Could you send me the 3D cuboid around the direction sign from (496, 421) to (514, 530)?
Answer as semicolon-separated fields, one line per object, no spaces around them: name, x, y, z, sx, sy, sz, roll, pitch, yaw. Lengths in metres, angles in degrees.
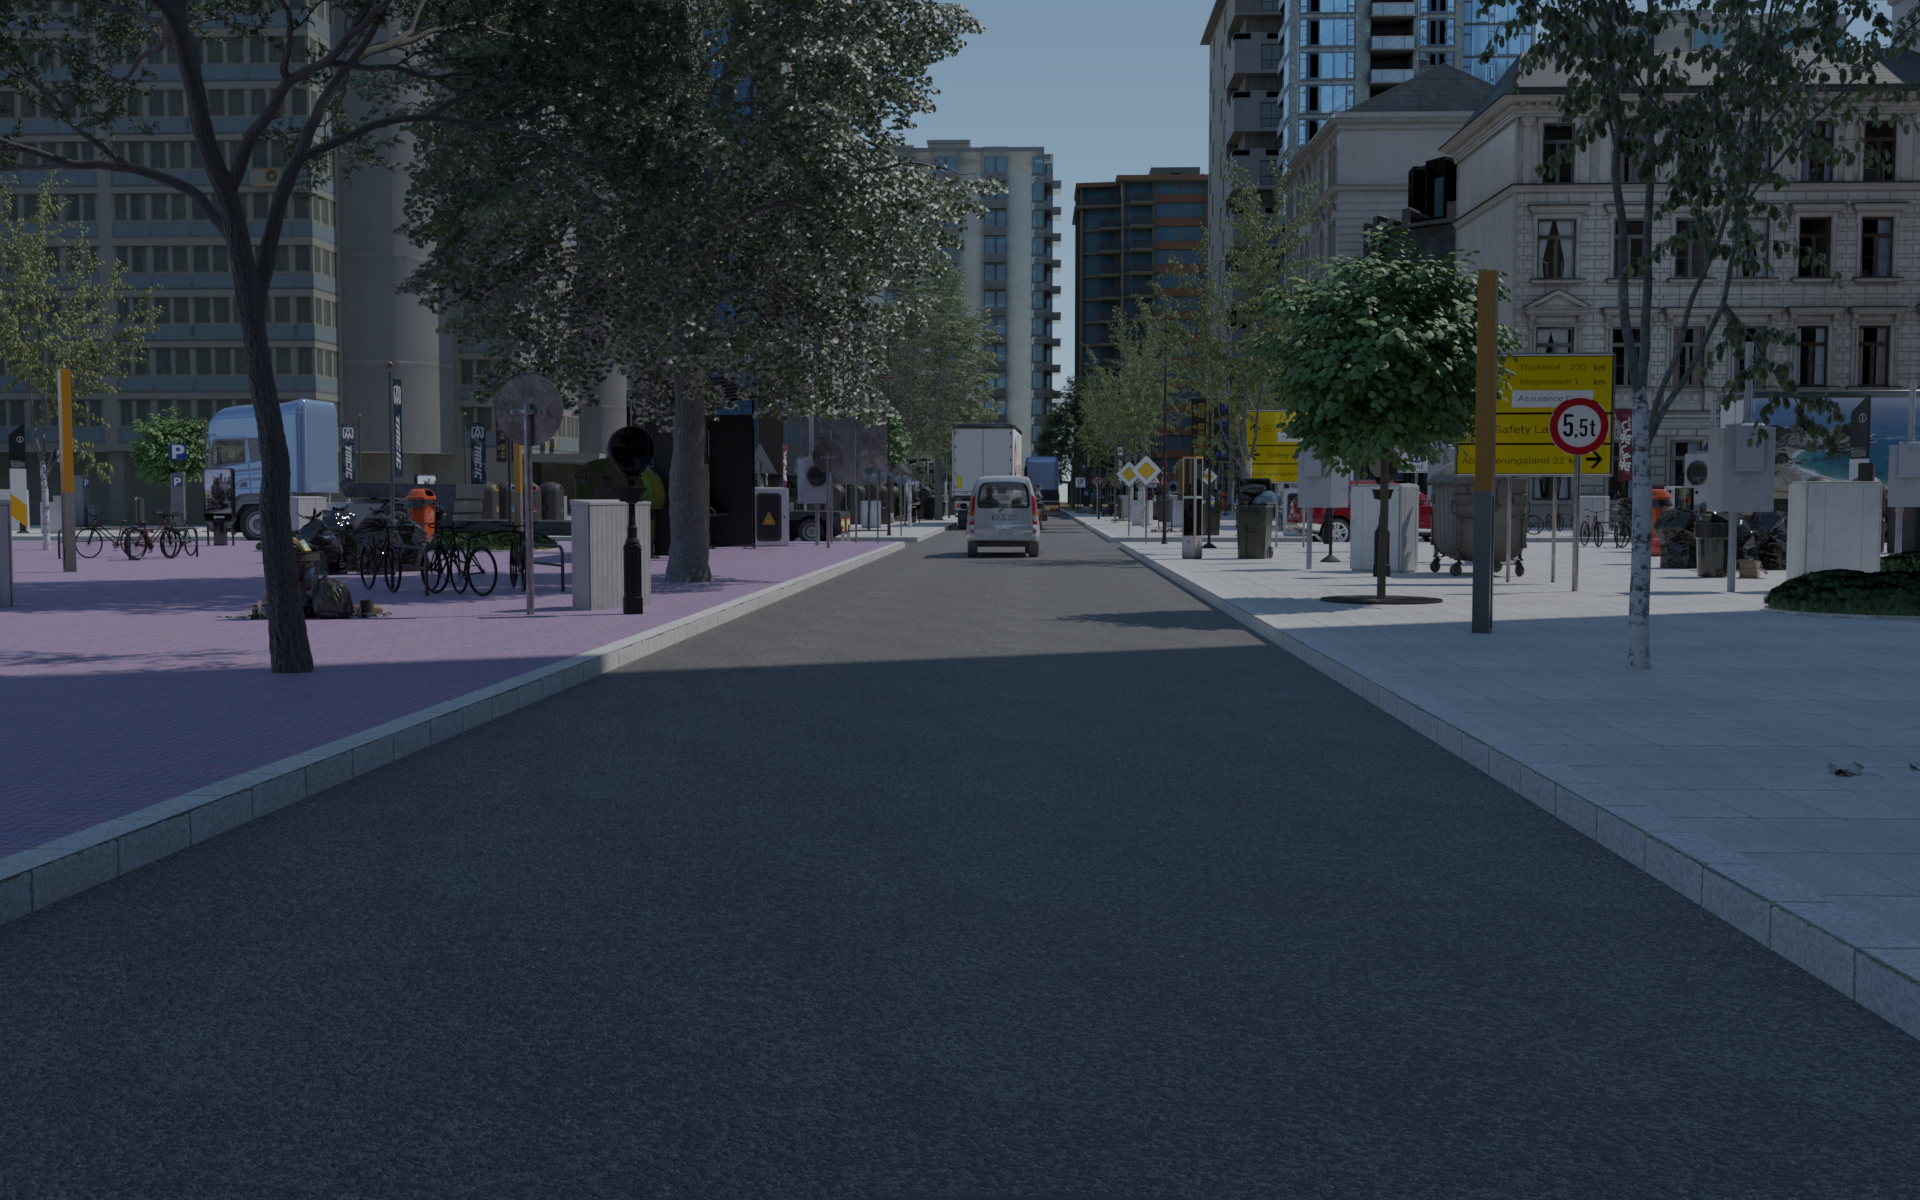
direction sign;-10.959;-3.066;42.126;0.876;3.537;0.379;2;4;34

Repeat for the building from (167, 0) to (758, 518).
building;-30.184;-25.841;114.383;32.217;40.220;23.993;0;4;2

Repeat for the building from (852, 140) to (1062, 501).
building;-1.518;-37.747;236.773;30.456;49.044;23.786;0;4;2

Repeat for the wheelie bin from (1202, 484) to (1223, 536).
wheelie bin;7.725;-2.805;53.769;0.693;1.594;0.980;-2;4;-24

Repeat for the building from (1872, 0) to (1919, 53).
building;52.109;-17.317;70.518;23.554;28.519;14.401;0;4;2

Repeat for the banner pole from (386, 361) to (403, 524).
banner pole;-10.745;-2.628;32.982;0.401;3.779;0.863;0;4;2

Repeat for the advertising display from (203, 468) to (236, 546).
advertising display;-18.392;-2.313;43.030;0.974;1.923;0.123;2;4;24

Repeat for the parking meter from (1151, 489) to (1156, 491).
parking meter;12.901;-6.706;115.360;0.399;1.863;0.255;0;4;-5

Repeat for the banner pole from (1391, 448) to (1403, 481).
banner pole;9.734;-2.993;38.959;0.401;3.779;0.863;-1;4;-21

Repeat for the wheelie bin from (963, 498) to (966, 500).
wheelie bin;0.468;-7.145;124.736;0.693;1.594;0.980;0;4;5

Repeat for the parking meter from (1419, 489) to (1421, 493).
parking meter;19.738;-4.064;74.857;0.372;1.533;0.369;0;3;0

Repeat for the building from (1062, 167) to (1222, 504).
building;28.097;-35.480;234.714;28.867;44.769;22.147;0;4;2

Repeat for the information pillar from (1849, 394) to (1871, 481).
information pillar;21.216;-3.027;40.850;0.183;3.616;0.504;-1;4;-22

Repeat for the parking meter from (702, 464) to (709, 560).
parking meter;-5.126;-1.720;33.829;0.399;1.863;0.255;2;4;29

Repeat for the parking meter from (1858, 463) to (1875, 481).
parking meter;17.005;-1.641;32.537;0.255;1.863;0.399;2;4;33

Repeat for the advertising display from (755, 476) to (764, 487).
advertising display;-7.385;-3.580;63.741;0.123;1.923;0.974;1;4;9

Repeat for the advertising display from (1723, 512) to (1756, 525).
advertising display;17.234;-2.046;38.660;0.974;1.923;0.123;2;4;35

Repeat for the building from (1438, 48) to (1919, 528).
building;30.204;-12.570;70.141;19.286;19.102;10.561;0;4;2

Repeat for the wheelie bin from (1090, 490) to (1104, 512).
wheelie bin;9.683;-7.007;122.471;0.980;1.594;0.693;-1;4;-9

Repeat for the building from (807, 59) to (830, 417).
building;-19.037;-28.504;149.636;14.154;41.232;14.086;0;4;2

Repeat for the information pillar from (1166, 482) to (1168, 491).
information pillar;12.423;-6.141;104.900;0.304;2.012;0.304;0;4;-7

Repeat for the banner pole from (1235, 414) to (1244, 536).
banner pole;8.529;-3.814;52.369;0.401;3.779;0.863;1;4;9

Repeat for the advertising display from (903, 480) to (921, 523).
advertising display;-2.126;-4.380;76.830;0.974;1.923;0.123;-3;5;-41

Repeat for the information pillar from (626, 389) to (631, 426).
information pillar;-7.364;-2.886;38.547;0.183;3.616;0.504;-1;4;-10

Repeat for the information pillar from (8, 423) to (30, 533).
information pillar;-30.839;-3.998;56.729;0.504;3.616;0.183;-3;5;-41

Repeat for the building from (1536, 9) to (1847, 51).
building;71.112;-33.946;174.622;30.456;49.044;23.786;0;4;2

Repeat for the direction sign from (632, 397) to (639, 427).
direction sign;-6.772;-2.822;38.136;0.876;3.537;0.379;0;4;2

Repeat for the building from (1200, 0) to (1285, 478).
building;39.666;-35.772;174.111;28.713;52.752;27.495;0;4;2

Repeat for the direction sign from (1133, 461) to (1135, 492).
direction sign;10.749;-7.015;106.684;0.379;3.537;0.876;1;4;17

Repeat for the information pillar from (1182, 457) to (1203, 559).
information pillar;4.598;-1.821;34.257;0.304;2.012;0.304;3;4;37

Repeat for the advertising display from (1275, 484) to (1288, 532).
advertising display;10.961;-3.297;59.115;0.123;1.923;0.974;-1;4;-8

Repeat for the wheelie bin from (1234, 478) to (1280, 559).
wheelie bin;5.873;-1.620;34.393;0.980;1.594;0.693;2;4;25

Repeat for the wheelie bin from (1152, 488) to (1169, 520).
wheelie bin;9.896;-4.730;85.238;0.693;1.594;0.980;2;4;35

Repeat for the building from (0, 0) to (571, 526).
building;-31.181;-23.659;78.699;32.217;40.220;23.993;0;4;2

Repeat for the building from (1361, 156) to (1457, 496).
building;30.145;-13.839;93.718;16.820;18.784;16.811;0;4;2

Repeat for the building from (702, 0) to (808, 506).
building;-19.769;-29.682;135.413;14.600;45.320;14.200;0;4;2

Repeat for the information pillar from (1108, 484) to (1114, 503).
information pillar;10.929;-7.390;125.314;0.304;2.012;0.304;-2;4;-35

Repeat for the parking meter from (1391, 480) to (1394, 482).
parking meter;15.135;-3.395;61.220;0.399;1.863;0.255;2;4;34

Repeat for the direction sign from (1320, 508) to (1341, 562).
direction sign;6.987;-2.481;32.564;0.876;3.537;0.379;-3;5;-45

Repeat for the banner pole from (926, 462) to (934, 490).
banner pole;-2.154;-8.095;122.367;0.863;3.779;0.401;3;5;39

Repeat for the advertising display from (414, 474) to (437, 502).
advertising display;-17.270;-3.107;56.018;0.123;1.923;0.974;1;4;22

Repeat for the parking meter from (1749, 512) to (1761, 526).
parking meter;19.030;-2.012;41.300;0.372;1.533;0.369;0;3;0

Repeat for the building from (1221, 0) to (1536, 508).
building;35.018;-50.849;144.056;22.319;86.520;31.000;0;4;2

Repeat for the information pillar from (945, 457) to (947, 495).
information pillar;-0.900;-7.236;109.662;0.183;3.616;0.504;0;4;3

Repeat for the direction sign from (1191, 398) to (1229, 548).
direction sign;5.907;-2.997;40.992;0.876;3.537;0.379;0;4;7

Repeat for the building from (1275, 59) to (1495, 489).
building;29.175;-20.003;114.442;14.401;28.519;23.554;0;4;2

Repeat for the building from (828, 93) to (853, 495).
building;-22.256;-45.340;179.561;20.611;71.187;20.563;0;4;2
